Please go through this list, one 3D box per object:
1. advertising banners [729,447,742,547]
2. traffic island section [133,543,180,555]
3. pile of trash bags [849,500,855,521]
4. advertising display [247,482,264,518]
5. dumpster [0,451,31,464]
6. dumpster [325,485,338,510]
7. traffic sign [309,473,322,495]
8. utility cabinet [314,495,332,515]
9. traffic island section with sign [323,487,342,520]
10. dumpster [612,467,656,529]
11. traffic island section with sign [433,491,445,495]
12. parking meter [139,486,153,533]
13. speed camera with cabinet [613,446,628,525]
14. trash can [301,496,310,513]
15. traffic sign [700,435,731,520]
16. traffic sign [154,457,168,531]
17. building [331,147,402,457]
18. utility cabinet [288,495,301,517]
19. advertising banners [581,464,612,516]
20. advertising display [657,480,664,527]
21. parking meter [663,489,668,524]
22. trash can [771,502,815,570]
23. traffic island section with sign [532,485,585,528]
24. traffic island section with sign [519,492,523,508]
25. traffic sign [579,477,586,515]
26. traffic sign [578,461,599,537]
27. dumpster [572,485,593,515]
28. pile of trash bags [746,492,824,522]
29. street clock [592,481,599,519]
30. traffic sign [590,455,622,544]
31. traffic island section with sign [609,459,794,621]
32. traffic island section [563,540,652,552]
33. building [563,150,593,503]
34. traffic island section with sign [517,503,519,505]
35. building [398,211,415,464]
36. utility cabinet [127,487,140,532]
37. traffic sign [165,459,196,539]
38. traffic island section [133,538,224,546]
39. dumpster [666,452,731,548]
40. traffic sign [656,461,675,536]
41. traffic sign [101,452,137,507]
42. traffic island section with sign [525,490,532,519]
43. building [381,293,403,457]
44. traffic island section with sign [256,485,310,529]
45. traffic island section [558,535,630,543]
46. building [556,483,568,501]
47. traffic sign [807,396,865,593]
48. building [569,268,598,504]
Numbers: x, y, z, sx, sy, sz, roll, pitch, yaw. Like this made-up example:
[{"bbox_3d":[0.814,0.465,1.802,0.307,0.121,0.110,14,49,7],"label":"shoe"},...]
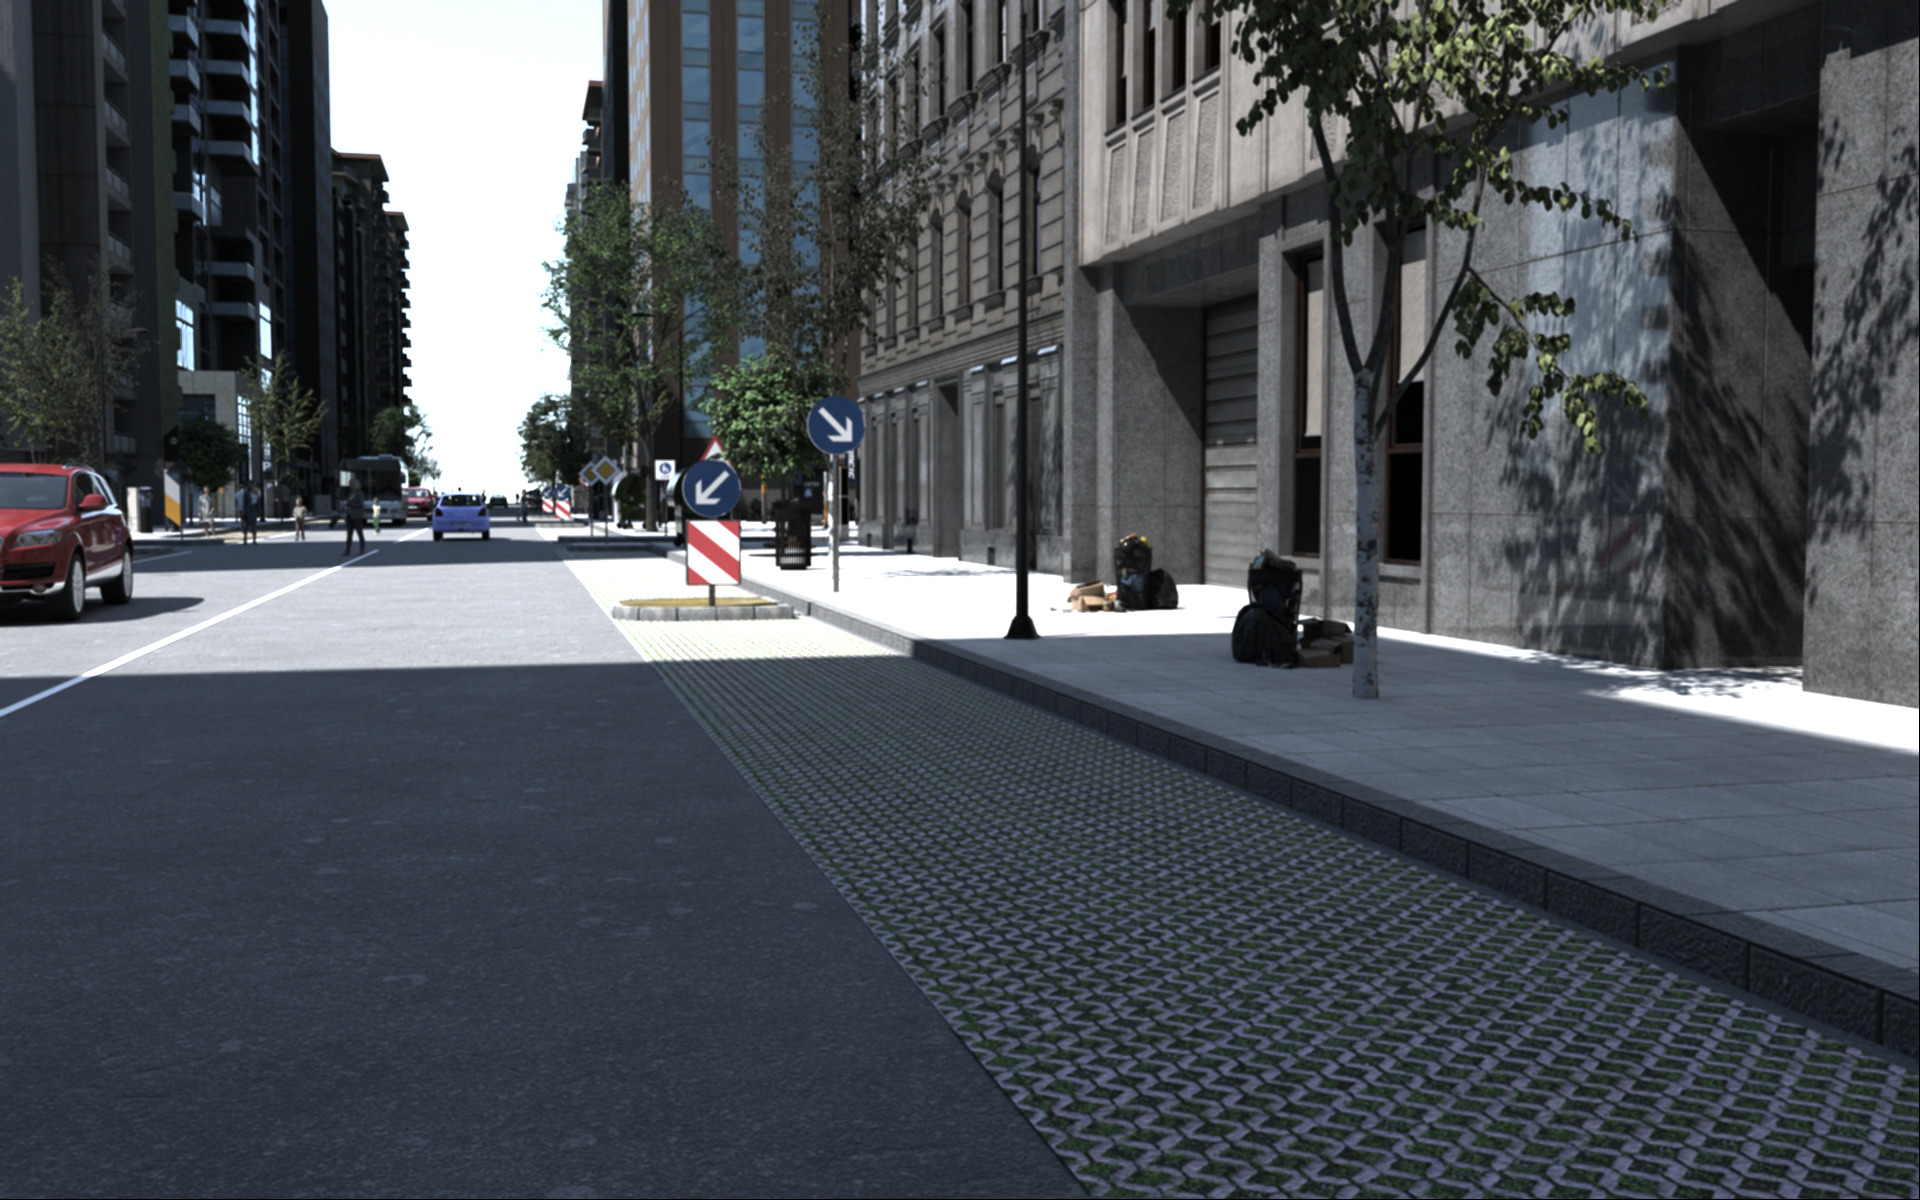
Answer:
[{"bbox_3d":[-5.133,-2.647,39.472,0.090,3.025,2.074,0,4,-1],"label":"advertising banners"},{"bbox_3d":[-20.094,-1.172,41.449,2.009,0.180,2.903,-1,4,-15],"label":"traffic island section"},{"bbox_3d":[-5.803,-4.468,82.803,1.912,1.369,3.447,-3,5,-40],"label":"pile of trash bags"},{"bbox_3d":[-37.536,-5.325,92.285,0.123,1.923,0.974,2,4,26],"label":"advertising display"},{"bbox_3d":[-21.682,-2.244,39.186,1.502,2.255,1.985,-1,4,-15],"label":"dumpster"},{"bbox_3d":[-41.508,-6.685,115.062,1.264,1.857,1.865,-1,4,-14],"label":"dumpster"},{"bbox_3d":[-39.520,-6.493,106.261,0.768,2.556,0.104,-1,4,-11],"label":"traffic sign"},{"bbox_3d":[-38.928,-5.786,105.766,1.020,1.237,0.306,-3,5,-44],"label":"utility cabinet"},{"bbox_3d":[-34.741,-5.431,97.418,1.989,1.847,2.006,-1,4,-15],"label":"traffic island section with sign"},{"bbox_3d":[-11.919,-3.725,63.401,1.502,2.255,1.985,-1,4,-15],"label":"dumpster"},{"bbox_3d":[-68.283,-13.287,225.873,1.989,1.847,2.006,-1,4,-15],"label":"traffic island section with sign"},{"bbox_3d":[-26.711,-2.962,56.839,0.372,1.533,0.369,0,3,0],"label":"parking meter"},{"bbox_3d":[-14.011,-4.719,71.493,0.660,3.252,2.038,-1,4,-10],"label":"speed camera with cabinet"},{"bbox_3d":[-41.204,-5.938,108.737,0.748,1.137,0.748,0,3,0],"label":"trash can"},{"bbox_3d":[-5.360,-2.323,37.993,0.884,2.594,0.081,-1,4,-9],"label":"traffic sign"},{"bbox_3d":[-27.278,-3.632,59.491,0.768,2.556,0.104,0,4,-6],"label":"traffic sign"},{"bbox_3d":[-82.408,-34.270,214.931,22.147,44.769,28.867,-1,4,-15],"label":"building"},{"bbox_3d":[-36.520,-5.136,95.132,1.020,1.237,0.306,3,5,44],"label":"utility cabinet"},{"bbox_3d":[-20.871,-6.369,100.317,2.074,3.025,0.090,0,4,-7],"label":"advertising banners"},{"bbox_3d":[-11.619,-3.788,67.146,0.123,1.923,0.974,0,4,-1],"label":"advertising display"},{"bbox_3d":[-12.920,-4.106,75.551,0.372,1.533,0.369,0,3,0],"label":"parking meter"},{"bbox_3d":[-2.821,-1.079,29.300,0.748,1.137,0.748,0,3,0],"label":"trash can"},{"bbox_3d":[-17.038,-3.978,73.668,1.989,1.847,2.006,-1,4,-15],"label":"traffic island section with sign"},{"bbox_3d":[-36.563,-8.549,148.402,1.989,1.847,2.006,-1,4,-15],"label":"traffic island section with sign"},{"bbox_3d":[-22.726,-6.422,105.102,0.768,2.556,0.104,-1,4,-13],"label":"traffic sign"},{"bbox_3d":[-11.060,-2.956,51.970,0.795,2.450,0.064,-1,4,-15],"label":"traffic sign"},{"bbox_3d":[-23.346,-6.216,107.393,1.264,1.857,1.865,-1,4,-15],"label":"dumpster"},{"bbox_3d":[-8.240,-4.302,80.083,3.447,1.369,1.912,1,4,22],"label":"pile of trash bags"},{"bbox_3d":[-18.709,-5.150,88.777,0.358,2.002,0.471,2,4,28],"label":"street clock"},{"bbox_3d":[-9.042,-2.483,44.243,0.795,2.450,0.064,-1,4,-15],"label":"traffic sign"},{"bbox_3d":[-3.100,-0.716,20.337,1.989,1.847,2.006,-1,4,-15],"label":"traffic island section with sign"},{"bbox_3d":[-9.021,-1.348,44.326,2.009,0.180,2.903,-1,4,-15],"label":"traffic island section"},{"bbox_3d":[-44.024,-38.183,243.902,23.786,49.044,30.456,-1,4,-15],"label":"building"},{"bbox_3d":[-43.472,-10.168,174.871,1.989,1.847,2.006,-1,4,-15],"label":"traffic island section with sign"},{"bbox_3d":[-93.285,-36.868,257.410,22.147,44.769,28.867,-1,4,-15],"label":"building"},{"bbox_3d":[-27.839,-3.053,58.600,0.318,1.500,1.173,-3,5,-39],"label":"utility cabinet"},{"bbox_3d":[-22.091,-2.782,49.120,0.795,2.450,0.064,-1,4,-15],"label":"traffic sign"},{"bbox_3d":[-22.112,-1.645,49.176,2.009,0.180,2.903,-1,4,-15],"label":"traffic island section"},{"bbox_3d":[-6.186,-2.383,41.459,1.502,2.255,1.985,-1,4,-15],"label":"dumpster"},{"bbox_3d":[-8.948,-3.089,52.633,0.606,2.300,0.079,-1,4,-14],"label":"traffic sign"},{"bbox_3d":[-20.073,-2.309,41.393,0.795,2.450,0.064,-1,4,-15],"label":"traffic sign"},{"bbox_3d":[-23.979,-5.601,100.209,1.989,1.847,2.006,-1,4,-15],"label":"traffic island section with sign"},{"bbox_3d":[-84.466,-28.512,237.871,14.160,30.474,14.107,-1,4,-15],"label":"building"},{"bbox_3d":[-27.918,-3.835,71.338,1.989,1.847,2.006,-1,4,-15],"label":"traffic island section with sign"},{"bbox_3d":[-11.039,-1.821,52.053,2.009,0.180,2.903,-1,4,-15],"label":"traffic island section"},{"bbox_3d":[-47.087,-35.488,272.105,32.217,40.220,23.993,-1,4,-15],"label":"building"},{"bbox_3d":[-1.612,-1.370,22.501,0.768,2.556,0.104,-1,4,-14],"label":"traffic sign"},{"bbox_3d":[-42.666,-27.498,221.297,14.160,30.474,14.107,-1,4,-15],"label":"building"}]
